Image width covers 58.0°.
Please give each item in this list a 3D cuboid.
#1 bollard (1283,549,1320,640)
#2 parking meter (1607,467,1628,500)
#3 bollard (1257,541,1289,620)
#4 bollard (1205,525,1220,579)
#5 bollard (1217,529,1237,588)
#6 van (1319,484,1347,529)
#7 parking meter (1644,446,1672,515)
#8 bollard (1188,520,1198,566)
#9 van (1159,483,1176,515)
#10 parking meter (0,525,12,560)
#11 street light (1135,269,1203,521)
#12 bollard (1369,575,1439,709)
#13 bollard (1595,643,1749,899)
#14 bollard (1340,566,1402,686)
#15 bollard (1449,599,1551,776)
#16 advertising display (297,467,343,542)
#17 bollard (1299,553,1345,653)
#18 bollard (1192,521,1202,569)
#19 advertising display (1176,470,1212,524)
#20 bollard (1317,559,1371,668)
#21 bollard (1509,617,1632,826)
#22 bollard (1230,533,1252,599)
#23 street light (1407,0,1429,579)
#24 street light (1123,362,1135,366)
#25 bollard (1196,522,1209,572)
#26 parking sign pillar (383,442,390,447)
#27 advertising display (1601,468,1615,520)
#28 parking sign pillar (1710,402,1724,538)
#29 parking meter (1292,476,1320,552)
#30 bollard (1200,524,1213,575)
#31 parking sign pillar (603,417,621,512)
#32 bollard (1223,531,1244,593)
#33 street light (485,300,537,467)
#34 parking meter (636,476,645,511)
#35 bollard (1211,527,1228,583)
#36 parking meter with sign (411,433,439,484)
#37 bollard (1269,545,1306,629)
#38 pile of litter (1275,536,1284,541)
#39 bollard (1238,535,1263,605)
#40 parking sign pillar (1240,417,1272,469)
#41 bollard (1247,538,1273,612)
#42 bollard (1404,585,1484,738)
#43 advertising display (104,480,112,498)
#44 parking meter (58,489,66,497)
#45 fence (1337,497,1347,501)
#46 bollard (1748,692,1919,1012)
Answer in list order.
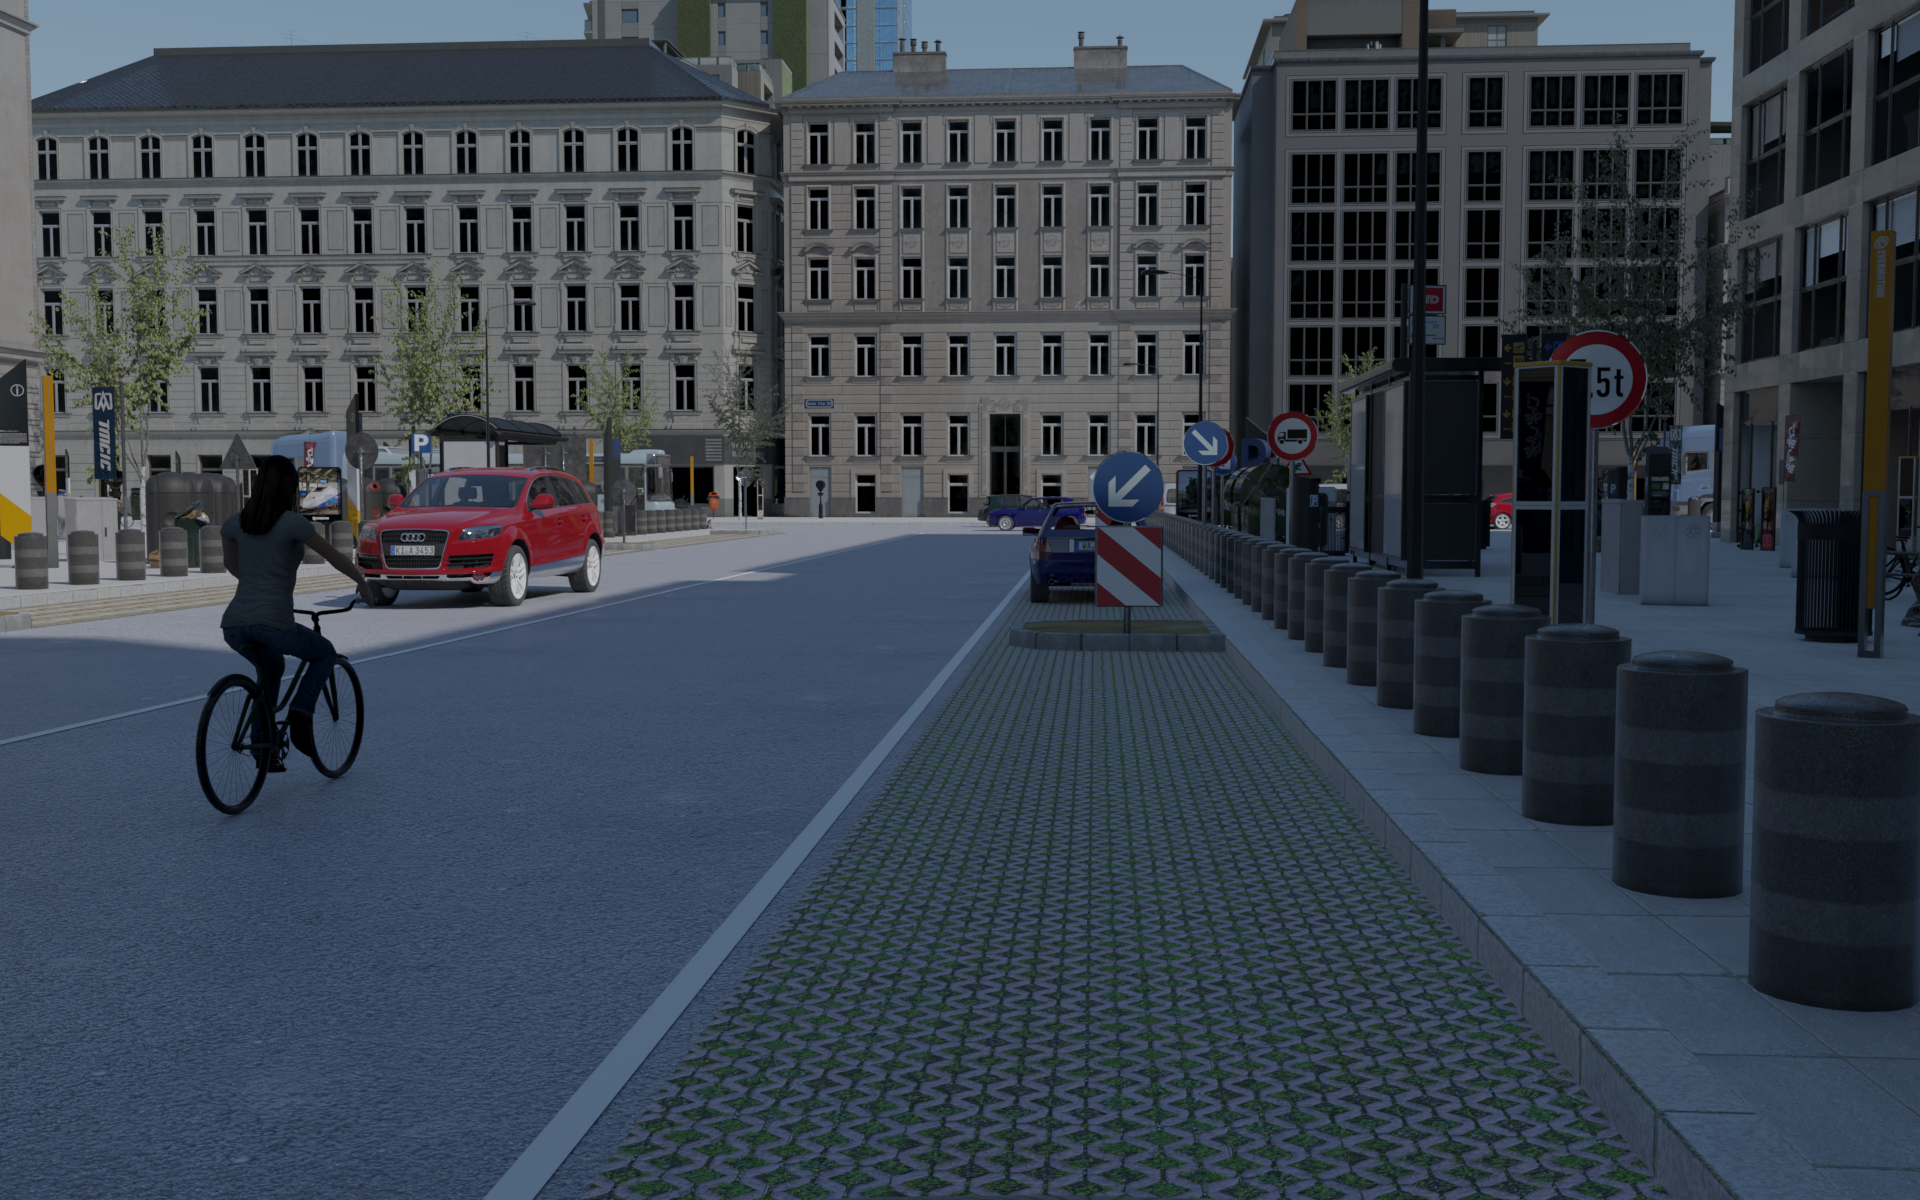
[{"bbox_3d":[3.104,-0.037,15.318,0.404,0.777,0.398,0,3,0],"label":"bollard"},{"bbox_3d":[14.143,-1.930,37.266,0.255,1.863,0.399,-1,4,-16],"label":"parking meter"},{"bbox_3d":[3.291,-0.183,17.714,0.404,0.777,0.398,0,3,0],"label":"bollard"},{"bbox_3d":[3.948,-0.696,26.104,0.404,0.777,0.398,0,3,0],"label":"bollard"},{"bbox_3d":[3.764,-0.550,23.706,0.404,0.777,0.398,0,3,0],"label":"bollard"},{"bbox_3d":[14.155,-3.925,71.193,4.112,2.044,2.013,0,4,4],"label":"van"},{"bbox_3d":[8.493,-0.941,21.100,0.255,1.863,0.399,1,4,14],"label":"parking meter"},{"bbox_3d":[4.324,-0.990,30.909,0.404,0.777,0.398,0,3,0],"label":"bollard"},{"bbox_3d":[9.739,-3.684,67.237,4.112,2.044,2.013,0,4,6],"label":"van"},{"bbox_3d":[-18.865,-1.566,34.022,0.372,1.533,0.369,0,3,0],"label":"parking meter"},{"bbox_3d":[4.435,-3.873,35.870,1.470,5.913,1.316,0,4,4],"label":"street light"},{"bbox_3d":[2.730,0.259,10.476,0.404,0.777,0.398,0,3,0],"label":"bollard"},{"bbox_3d":[2.352,0.554,5.661,0.404,0.777,0.398,0,3,0],"label":"bollard"},{"bbox_3d":[2.821,0.185,11.696,0.404,0.777,0.398,0,3,0],"label":"bollard"},{"bbox_3d":[2.537,0.407,8.061,0.404,0.777,0.398,0,3,0],"label":"bollard"},{"bbox_3d":[-15.040,-2.171,40.712,0.974,1.923,0.123,-2,4,-25],"label":"advertising display"},{"bbox_3d":[3.014,0.037,14.109,0.404,0.777,0.398,0,3,0],"label":"bollard"},{"bbox_3d":[4.234,-0.917,29.707,0.404,0.777,0.398,0,3,0],"label":"bollard"},{"bbox_3d":[6.166,-2.475,45.677,0.974,1.923,0.123,-1,4,-11],"label":"advertising display"},{"bbox_3d":[2.915,0.111,12.905,0.404,0.777,0.398,0,3,0],"label":"bollard"},{"bbox_3d":[2.442,0.481,6.859,0.404,0.777,0.398,0,3,0],"label":"bollard"},{"bbox_3d":[3.578,-0.403,21.310,0.404,0.777,0.398,0,3,0],"label":"bollard"},{"bbox_3d":[2.492,-2.380,11.451,1.470,5.913,1.316,0,4,4],"label":"street light"},{"bbox_3d":[6.433,-5.415,61.080,1.470,5.913,1.316,0,4,4],"label":"street light"},{"bbox_3d":[4.138,-0.843,28.505,0.404,0.777,0.398,0,3,0],"label":"bollard"},{"bbox_3d":[-29.107,-6.136,88.795,1.447,3.967,1.447,2,4,27],"label":"parking sign pillar"},{"bbox_3d":[16.056,-2.273,42.375,0.123,1.923,0.974,-1,4,-17],"label":"advertising display"},{"bbox_3d":[22.777,-3.802,50.637,1.447,3.967,1.447,0,4,6],"label":"parking sign pillar"},{"bbox_3d":[4.888,-0.985,24.523,0.372,1.533,0.369,0,3,0],"label":"parking meter"},{"bbox_3d":[4.042,-0.770,27.307,0.404,0.777,0.398,0,3,0],"label":"bollard"},{"bbox_3d":[-12.320,-4.452,61.263,1.447,3.967,1.447,-1,4,-19],"label":"parking sign pillar"},{"bbox_3d":[3.670,-0.477,22.508,0.404,0.777,0.398,0,3,0],"label":"bollard"},{"bbox_3d":[-10.851,-4.232,41.735,1.470,5.913,1.316,0,4,4],"label":"street light"},{"bbox_3d":[-10.538,-3.146,57.144,0.255,1.863,0.399,-1,4,-13],"label":"parking meter"},{"bbox_3d":[3.860,-0.623,24.904,0.404,0.777,0.398,0,3,0],"label":"bollard"},{"bbox_3d":[-15.078,-3.233,49.116,0.543,3.016,1.738,-2,4,-30],"label":"parking meter with sign"},{"bbox_3d":[3.201,-0.110,16.516,0.404,0.777,0.398,0,3,0],"label":"bollard"},{"bbox_3d":[8.054,-1.957,45.963,1.719,0.858,1.176,3,4,39],"label":"pile of litter"},{"bbox_3d":[3.482,-0.330,20.113,0.404,0.777,0.398,0,3,0],"label":"bollard"},{"bbox_3d":[10.404,-4.396,60.352,1.447,3.967,1.447,-3,5,-43],"label":"parking sign pillar"},{"bbox_3d":[3.386,-0.257,18.912,0.404,0.777,0.398,0,3,0],"label":"bollard"},{"bbox_3d":[2.636,0.333,9.271,0.404,0.777,0.398,0,3,0],"label":"bollard"},{"bbox_3d":[-40.459,-4.716,82.320,0.123,1.923,0.974,-1,4,-14],"label":"advertising display"},{"bbox_3d":[-48.277,-5.184,93.171,0.372,1.533,0.369,0,3,0],"label":"parking meter"},{"bbox_3d":[10.196,-2.396,50.382,2.264,1.192,0.480,2,4,28],"label":"fence"},{"bbox_3d":[2.257,0.627,4.462,0.404,0.777,0.398,0,3,0],"label":"bollard"}]
